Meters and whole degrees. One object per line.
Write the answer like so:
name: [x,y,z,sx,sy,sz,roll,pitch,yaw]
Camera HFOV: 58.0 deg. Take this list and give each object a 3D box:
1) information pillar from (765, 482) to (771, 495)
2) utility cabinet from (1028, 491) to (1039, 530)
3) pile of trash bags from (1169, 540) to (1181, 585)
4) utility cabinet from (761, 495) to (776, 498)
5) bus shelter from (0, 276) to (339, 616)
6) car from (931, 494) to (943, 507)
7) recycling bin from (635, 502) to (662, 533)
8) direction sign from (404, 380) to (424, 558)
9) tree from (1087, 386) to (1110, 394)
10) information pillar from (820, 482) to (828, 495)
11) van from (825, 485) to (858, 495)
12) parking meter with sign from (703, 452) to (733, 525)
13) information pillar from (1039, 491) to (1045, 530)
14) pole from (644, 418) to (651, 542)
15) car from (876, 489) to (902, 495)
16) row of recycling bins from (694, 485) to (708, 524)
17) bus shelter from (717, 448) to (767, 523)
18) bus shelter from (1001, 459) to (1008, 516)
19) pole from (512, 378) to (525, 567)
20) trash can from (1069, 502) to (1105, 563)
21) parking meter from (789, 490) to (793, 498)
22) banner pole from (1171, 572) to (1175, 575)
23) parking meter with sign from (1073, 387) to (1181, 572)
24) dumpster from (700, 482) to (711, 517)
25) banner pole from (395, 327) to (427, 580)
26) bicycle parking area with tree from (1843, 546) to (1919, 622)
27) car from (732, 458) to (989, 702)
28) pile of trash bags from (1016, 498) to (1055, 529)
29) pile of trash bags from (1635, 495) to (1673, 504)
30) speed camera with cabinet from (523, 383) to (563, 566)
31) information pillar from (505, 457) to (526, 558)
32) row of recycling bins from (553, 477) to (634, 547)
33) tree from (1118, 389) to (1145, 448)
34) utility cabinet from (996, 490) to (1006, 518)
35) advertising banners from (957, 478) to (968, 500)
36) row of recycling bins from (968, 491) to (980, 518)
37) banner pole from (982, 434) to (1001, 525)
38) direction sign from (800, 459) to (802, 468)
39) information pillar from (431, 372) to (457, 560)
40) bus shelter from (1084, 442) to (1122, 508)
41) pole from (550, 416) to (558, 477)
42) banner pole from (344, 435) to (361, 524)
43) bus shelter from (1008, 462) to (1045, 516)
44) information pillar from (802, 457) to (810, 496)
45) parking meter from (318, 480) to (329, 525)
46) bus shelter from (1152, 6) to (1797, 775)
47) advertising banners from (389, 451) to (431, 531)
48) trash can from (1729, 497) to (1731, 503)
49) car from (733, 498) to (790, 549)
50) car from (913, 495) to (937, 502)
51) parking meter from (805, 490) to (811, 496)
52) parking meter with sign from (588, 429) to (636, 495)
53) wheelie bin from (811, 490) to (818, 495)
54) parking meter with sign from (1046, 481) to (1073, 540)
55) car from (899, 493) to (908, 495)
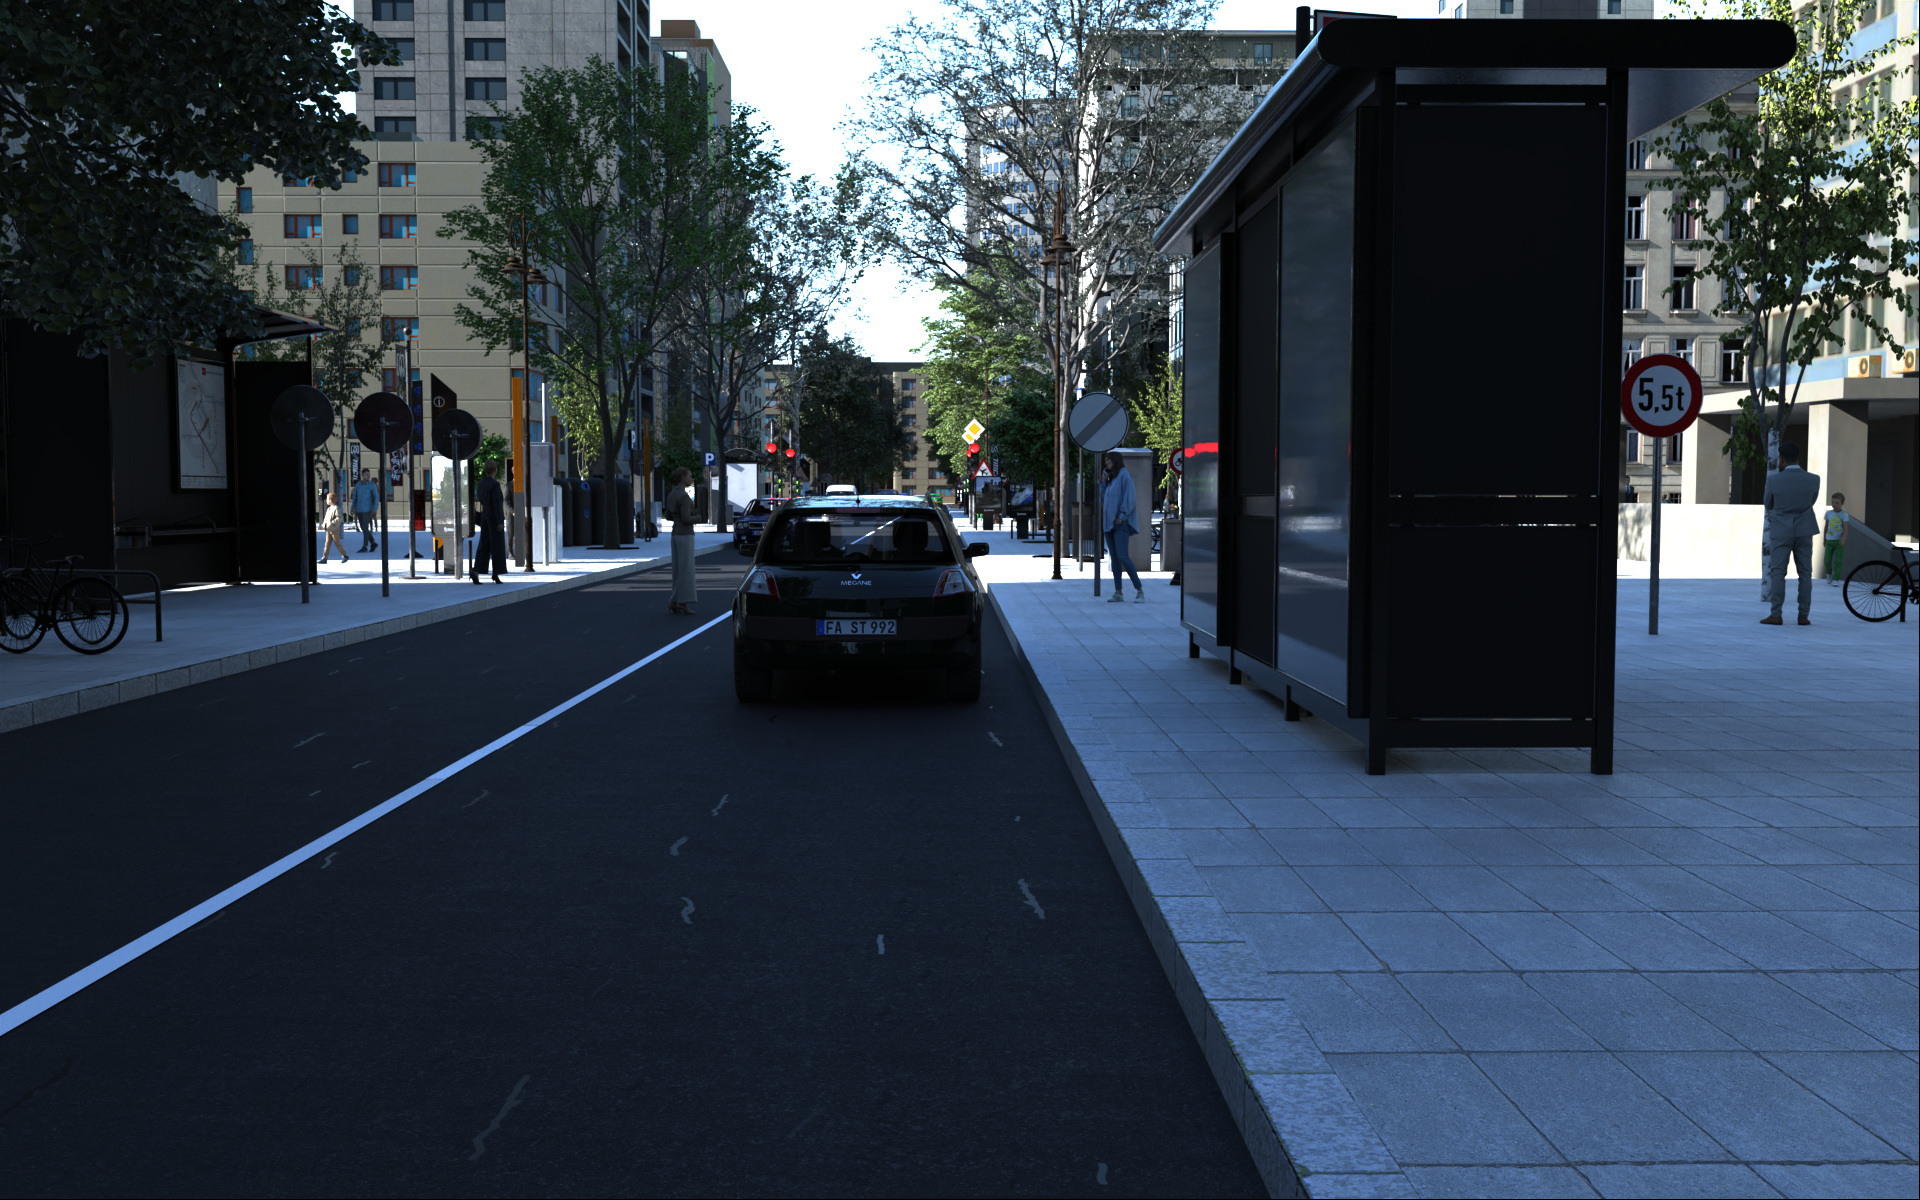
information pillar: [-12.177,-6.440,109.794,0.304,2.012,0.304,1,4,19]
utility cabinet: [2.561,-3.216,61.254,0.318,1.500,1.173,0,4,-3]
pile of trash bags: [4.468,-0.856,23.741,1.912,1.369,3.447,-2,4,-33]
utility cabinet: [-10.252,-4.975,92.502,0.306,1.237,1.020,2,4,27]
bus shelter: [-9.539,-1.839,21.357,1.731,3.624,6.357,0,4,-1]
car: [-2.770,-10.884,186.744,1.959,1.807,4.718,0,4,-1]
recycling bin: [-10.279,-2.728,57.160,0.722,1.027,0.722,0,4,6]
direction sign: [-11.007,-2.618,34.802,0.876,3.537,0.379,3,5,43]
tree: [9.832,-9.663,108.350,4.737,8.622,4.395,0,3,0]
information pillar: [-8.339,-6.172,105.410,0.304,2.012,0.304,1,4,12]
van: [-5.294,-4.299,77.294,2.013,2.044,4.112,0,4,-2]
parking meter with sign: [-10.005,-4.633,72.014,0.543,3.016,1.738,-3,4,-38]
information pillar: [2.889,-4.282,61.365,0.183,3.616,0.504,0,4,-5]
pole: [-8.395,-3.219,46.480,0.158,3.312,0.155,0,3,0]
car: [-5.479,-7.449,130.460,2.281,1.827,5.304,0,4,1]
row of recycling bins: [-11.613,-4.167,75.237,1.069,1.692,3.534,0,4,4]
bus shelter: [-9.668,-5.172,78.484,2.014,3.302,5.546,0,4,-1]
bus shelter: [2.974,-6.797,102.415,1.731,3.624,6.357,0,4,0]
pole: [-7.756,-2.239,30.445,0.158,3.312,0.155,0,3,0]
trash can: [2.415,-1.280,32.588,0.748,1.137,0.748,0,3,0]
parking meter: [-9.845,-5.699,101.594,0.372,1.533,0.369,0,3,0]
banner pole: [3.530,-2.276,27.234,0.401,3.779,0.863,1,4,10]
parking meter with sign: [2.822,-1.977,28.586,1.738,3.016,0.543,0,4,-5]
dumpster: [-11.628,-4.609,81.113,1.264,1.857,1.865,0,4,-1]
banner pole: [-8.262,-2.189,25.810,0.401,3.779,0.863,0,4,-1]
bicycle parking area with tree: [12.688,-1.637,13.774,9.016,4.147,8.231,1,4,13]
car: [-0.749,-0.219,13.361,2.009,1.686,4.222,0,4,-2]
pile of trash bags: [3.884,-3.322,64.074,3.447,1.369,1.912,-2,4,-27]
pile of trash bags: [26.166,-3.325,64.113,3.447,1.369,1.912,3,5,41]
speed camera with cabinet: [-7.683,-2.284,31.683,0.660,3.252,2.038,0,4,-7]
information pillar: [-8.899,-1.846,34.673,0.304,2.012,0.304,0,4,5]
row of recycling bins: [-9.394,-2.219,43.398,1.069,1.692,3.534,1,4,22]
tree: [10.762,-10.388,120.209,4.360,8.622,3.978,0,3,0]
utility cabinet: [1.990,-5.124,92.451,0.318,1.500,1.173,3,5,40]
advertising banners: [0.711,-8.076,128.237,2.074,3.025,0.090,-1,4,-9]
row of recycling bins: [0.971,-5.415,95.645,1.069,1.692,3.534,0,4,-2]
banner pole: [1.334,-5.026,72.190,0.863,3.779,0.401,-1,4,-11]
direction sign: [-10.339,-7.250,110.536,0.876,3.537,0.379,0,4,2]
information pillar: [-9.982,-2.580,33.532,0.504,3.616,0.183,-2,4,-26]
bus shelter: [4.406,-4.116,58.585,1.731,3.624,6.357,0,4,-1]
pole: [-10.597,-3.147,45.293,0.158,3.312,0.155,0,3,0]
banner pole: [-25.816,-5.110,73.560,0.863,3.779,0.401,-3,5,-45]
bus shelter: [3.633,-6.070,90.531,1.731,3.624,6.357,0,4,-1]
information pillar: [-9.725,-7.220,109.402,0.504,3.616,0.183,-1,4,-12]
parking meter: [-26.761,-4.107,72.856,0.255,1.863,0.399,2,4,31]
bus shelter: [2.608,-2.103,12.013,2.179,5.291,8.768,0,4,-1]
advertising banners: [-18.802,-3.912,60.149,2.074,3.025,0.090,-2,4,-24]
trash can: [33.689,-3.883,75.145,0.748,1.137,0.748,0,3,0]
car: [-5.069,-2.090,46.748,1.945,1.354,3.894,0,4,1]
car: [-2.423,-5.585,103.679,2.083,1.381,4.827,0,4,1]
parking meter: [-8.453,-5.379,96.353,0.372,1.533,0.369,0,3,0]
parking meter with sign: [-9.698,-3.102,46.971,1.738,3.016,0.543,0,4,3]
wheelie bin: [-11.264,-7.590,132.011,0.980,1.594,0.693,-3,5,-41]
parking meter with sign: [3.112,-3.203,48.636,1.738,3.016,0.543,3,5,40]
car: [-5.884,-10.189,176.178,1.945,1.707,3.694,0,4,0]
